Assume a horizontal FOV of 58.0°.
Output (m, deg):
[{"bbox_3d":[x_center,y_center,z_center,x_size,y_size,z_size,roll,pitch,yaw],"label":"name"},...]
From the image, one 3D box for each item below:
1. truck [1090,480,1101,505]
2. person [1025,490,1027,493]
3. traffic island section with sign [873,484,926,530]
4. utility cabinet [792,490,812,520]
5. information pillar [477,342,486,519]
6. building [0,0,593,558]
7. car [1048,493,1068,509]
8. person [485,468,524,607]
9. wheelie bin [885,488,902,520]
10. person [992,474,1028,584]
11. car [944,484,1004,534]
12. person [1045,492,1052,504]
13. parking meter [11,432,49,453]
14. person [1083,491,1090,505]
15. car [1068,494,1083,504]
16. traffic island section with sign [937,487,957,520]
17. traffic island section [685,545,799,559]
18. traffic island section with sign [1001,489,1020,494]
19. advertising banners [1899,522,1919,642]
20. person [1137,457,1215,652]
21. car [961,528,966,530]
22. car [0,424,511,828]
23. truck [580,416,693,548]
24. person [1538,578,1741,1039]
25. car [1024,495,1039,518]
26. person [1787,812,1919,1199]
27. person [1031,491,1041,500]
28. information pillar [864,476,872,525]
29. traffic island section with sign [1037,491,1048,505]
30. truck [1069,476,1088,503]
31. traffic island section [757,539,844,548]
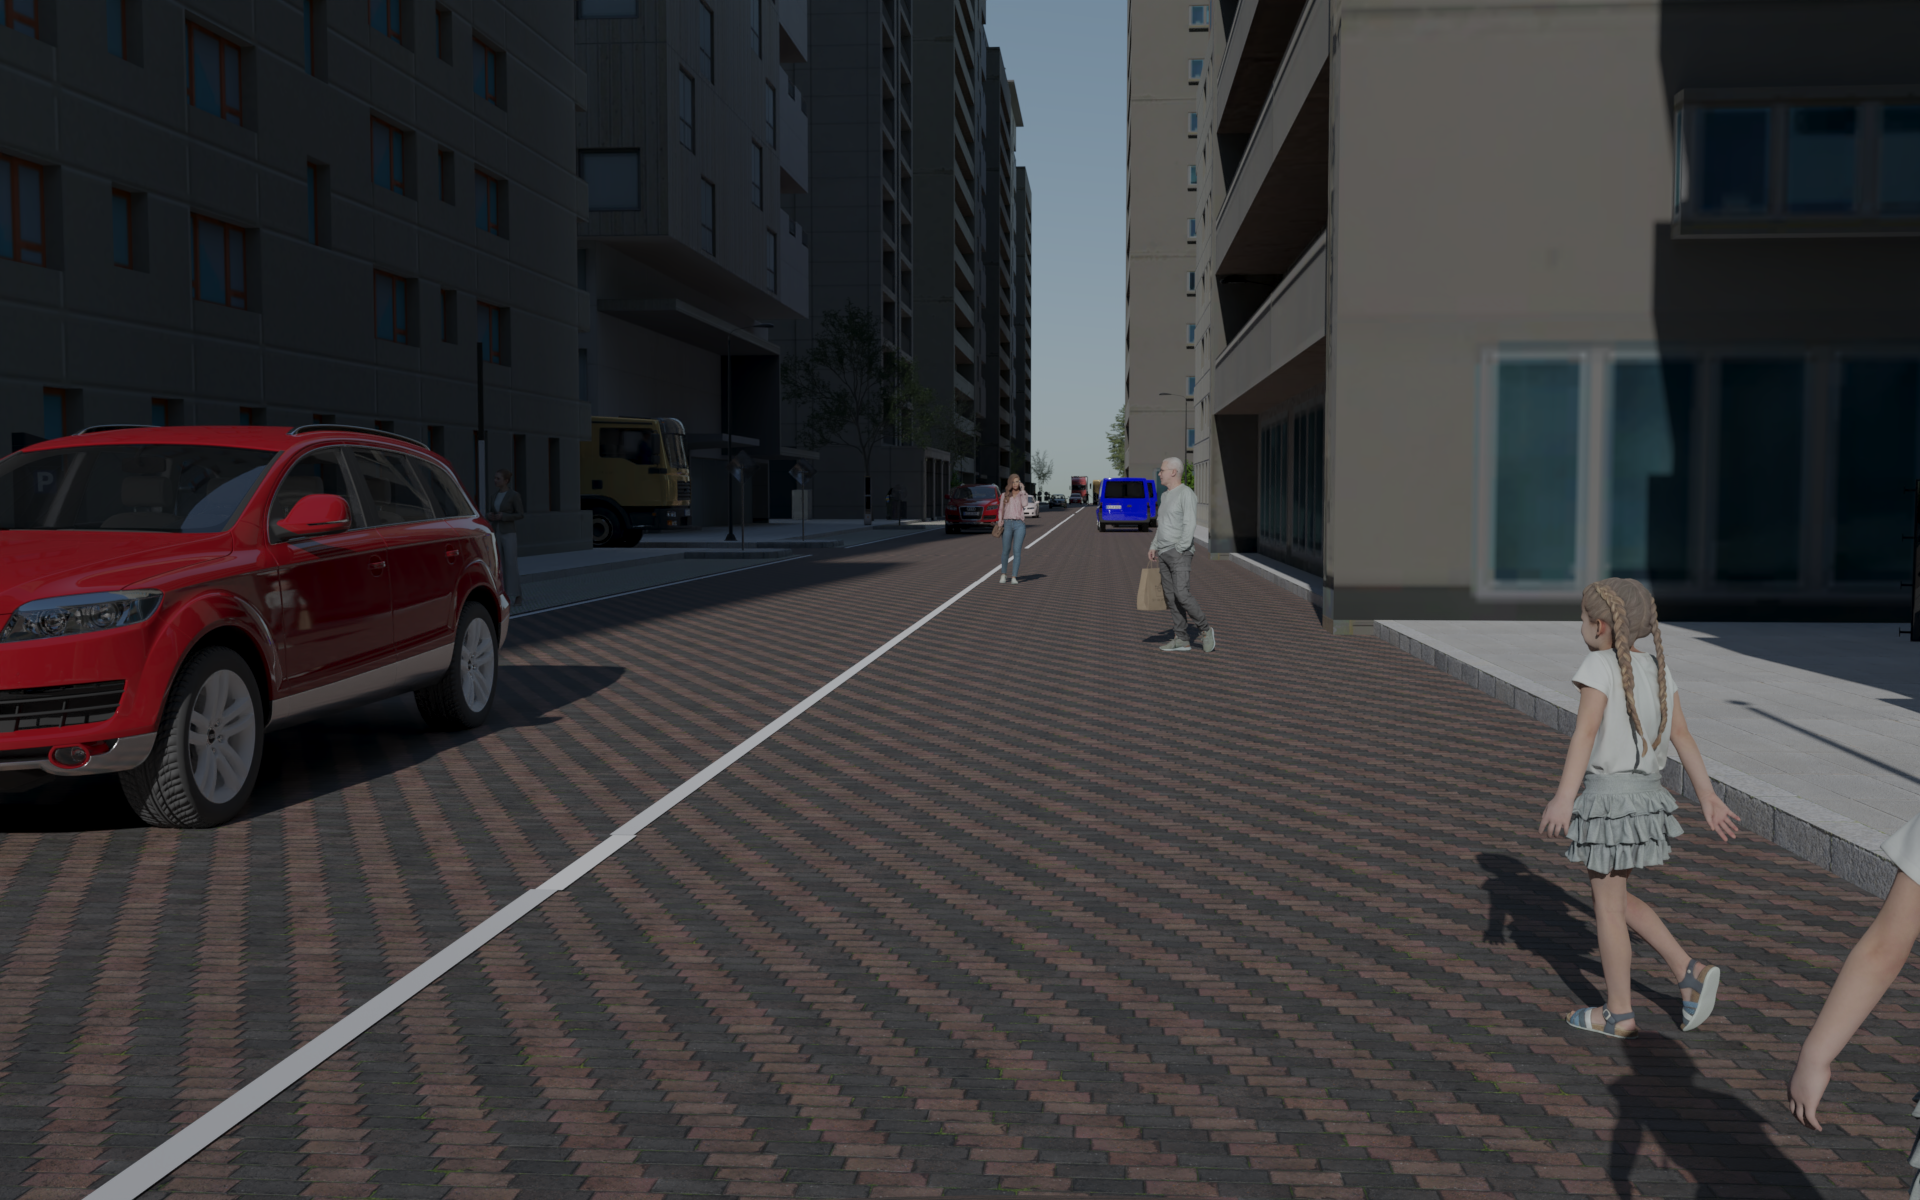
[{"bbox_3d":[19.199,-14.548,233.782,3.469,3.379,9.791,0,4,5],"label":"truck"},{"bbox_3d":[6.710,-10.268,176.343,1.348,1.831,0.705,-3,4,-38],"label":"person"},{"bbox_3d":[-2.433,-3.764,70.169,1.989,1.847,2.006,0,4,5],"label":"traffic island section with sign"},{"bbox_3d":[-7.876,-4.745,86.266,1.173,1.500,0.318,3,5,43],"label":"utility cabinet"},{"bbox_3d":[-7.444,-2.178,26.960,0.183,3.616,0.504,-1,4,-14],"label":"information pillar"},{"bbox_3d":[-24.048,-11.126,26.958,28.899,21.520,27.650,0,4,5],"label":"building"},{"bbox_3d":[9.742,-9.932,172.182,2.009,1.686,4.222,0,4,5],"label":"car"},{"bbox_3d":[-5.822,-0.794,22.024,0.519,1.759,0.362,2,4,25],"label":"person"},{"bbox_3d":[-3.239,-4.767,85.841,0.693,1.594,0.980,3,4,36],"label":"wheelie bin"},{"bbox_3d":[0.816,-1.143,27.779,0.593,1.750,0.643,0,4,8],"label":"person"},{"bbox_3d":[0.619,-3.380,63.939,2.281,1.827,5.304,0,4,5],"label":"car"},{"bbox_3d":[13.056,-14.915,253.176,1.217,1.723,0.721,1,4,23],"label":"person"},{"bbox_3d":[-8.820,-0.667,16.615,0.255,1.863,0.399,2,4,32],"label":"parking meter"},{"bbox_3d":[16.474,-13.154,223.581,1.348,1.822,0.705,3,4,36],"label":"person"},{"bbox_3d":[15.982,-14.098,239.536,2.155,1.783,4.494,0,4,5],"label":"car"},{"bbox_3d":[-0.226,-5.407,97.034,1.989,1.847,2.006,0,4,5],"label":"traffic island section with sign"},{"bbox_3d":[-4.961,-1.047,39.407,2.009,0.180,2.903,0,4,5],"label":"traffic island section"},{"bbox_3d":[3.840,-8.439,146.598,1.989,1.847,2.006,0,4,5],"label":"traffic island section with sign"},{"bbox_3d":[9.123,-1.124,14.564,2.074,3.025,0.090,2,4,26],"label":"advertising banners"},{"bbox_3d":[1.980,-0.424,15.924,0.515,1.767,0.782,-1,4,-22],"label":"person"},{"bbox_3d":[0.958,-3.725,71.131,2.015,1.641,3.980,0,4,3],"label":"car"},{"bbox_3d":[-4.055,-0.031,9.176,2.281,1.827,5.304,0,4,4],"label":"car"},{"bbox_3d":[-10.914,-2.923,43.721,9.791,3.379,3.469,0,4,3],"label":"truck"},{"bbox_3d":[1.744,0.550,4.515,0.505,1.210,0.382,-3,4,-36],"label":"person"},{"bbox_3d":[3.757,-5.606,104.015,2.083,1.381,4.827,0,4,5],"label":"car"},{"bbox_3d":[1.362,0.689,2.256,0.505,1.210,0.382,1,4,22],"label":"person"},{"bbox_3d":[8.512,-11.484,196.405,1.348,1.807,0.705,-2,4,-23],"label":"person"},{"bbox_3d":[-3.804,-4.086,71.305,0.304,2.012,0.304,-1,4,-9],"label":"information pillar"},{"bbox_3d":[12.821,-15.133,256.051,1.989,1.847,2.006,0,4,5],"label":"traffic island section with sign"},{"bbox_3d":[18.658,-17.238,270.759,2.839,4.237,11.283,0,4,5],"label":"truck"},{"bbox_3d":[-4.307,-1.534,47.365,2.009,0.180,2.903,0,4,5],"label":"traffic island section"}]
